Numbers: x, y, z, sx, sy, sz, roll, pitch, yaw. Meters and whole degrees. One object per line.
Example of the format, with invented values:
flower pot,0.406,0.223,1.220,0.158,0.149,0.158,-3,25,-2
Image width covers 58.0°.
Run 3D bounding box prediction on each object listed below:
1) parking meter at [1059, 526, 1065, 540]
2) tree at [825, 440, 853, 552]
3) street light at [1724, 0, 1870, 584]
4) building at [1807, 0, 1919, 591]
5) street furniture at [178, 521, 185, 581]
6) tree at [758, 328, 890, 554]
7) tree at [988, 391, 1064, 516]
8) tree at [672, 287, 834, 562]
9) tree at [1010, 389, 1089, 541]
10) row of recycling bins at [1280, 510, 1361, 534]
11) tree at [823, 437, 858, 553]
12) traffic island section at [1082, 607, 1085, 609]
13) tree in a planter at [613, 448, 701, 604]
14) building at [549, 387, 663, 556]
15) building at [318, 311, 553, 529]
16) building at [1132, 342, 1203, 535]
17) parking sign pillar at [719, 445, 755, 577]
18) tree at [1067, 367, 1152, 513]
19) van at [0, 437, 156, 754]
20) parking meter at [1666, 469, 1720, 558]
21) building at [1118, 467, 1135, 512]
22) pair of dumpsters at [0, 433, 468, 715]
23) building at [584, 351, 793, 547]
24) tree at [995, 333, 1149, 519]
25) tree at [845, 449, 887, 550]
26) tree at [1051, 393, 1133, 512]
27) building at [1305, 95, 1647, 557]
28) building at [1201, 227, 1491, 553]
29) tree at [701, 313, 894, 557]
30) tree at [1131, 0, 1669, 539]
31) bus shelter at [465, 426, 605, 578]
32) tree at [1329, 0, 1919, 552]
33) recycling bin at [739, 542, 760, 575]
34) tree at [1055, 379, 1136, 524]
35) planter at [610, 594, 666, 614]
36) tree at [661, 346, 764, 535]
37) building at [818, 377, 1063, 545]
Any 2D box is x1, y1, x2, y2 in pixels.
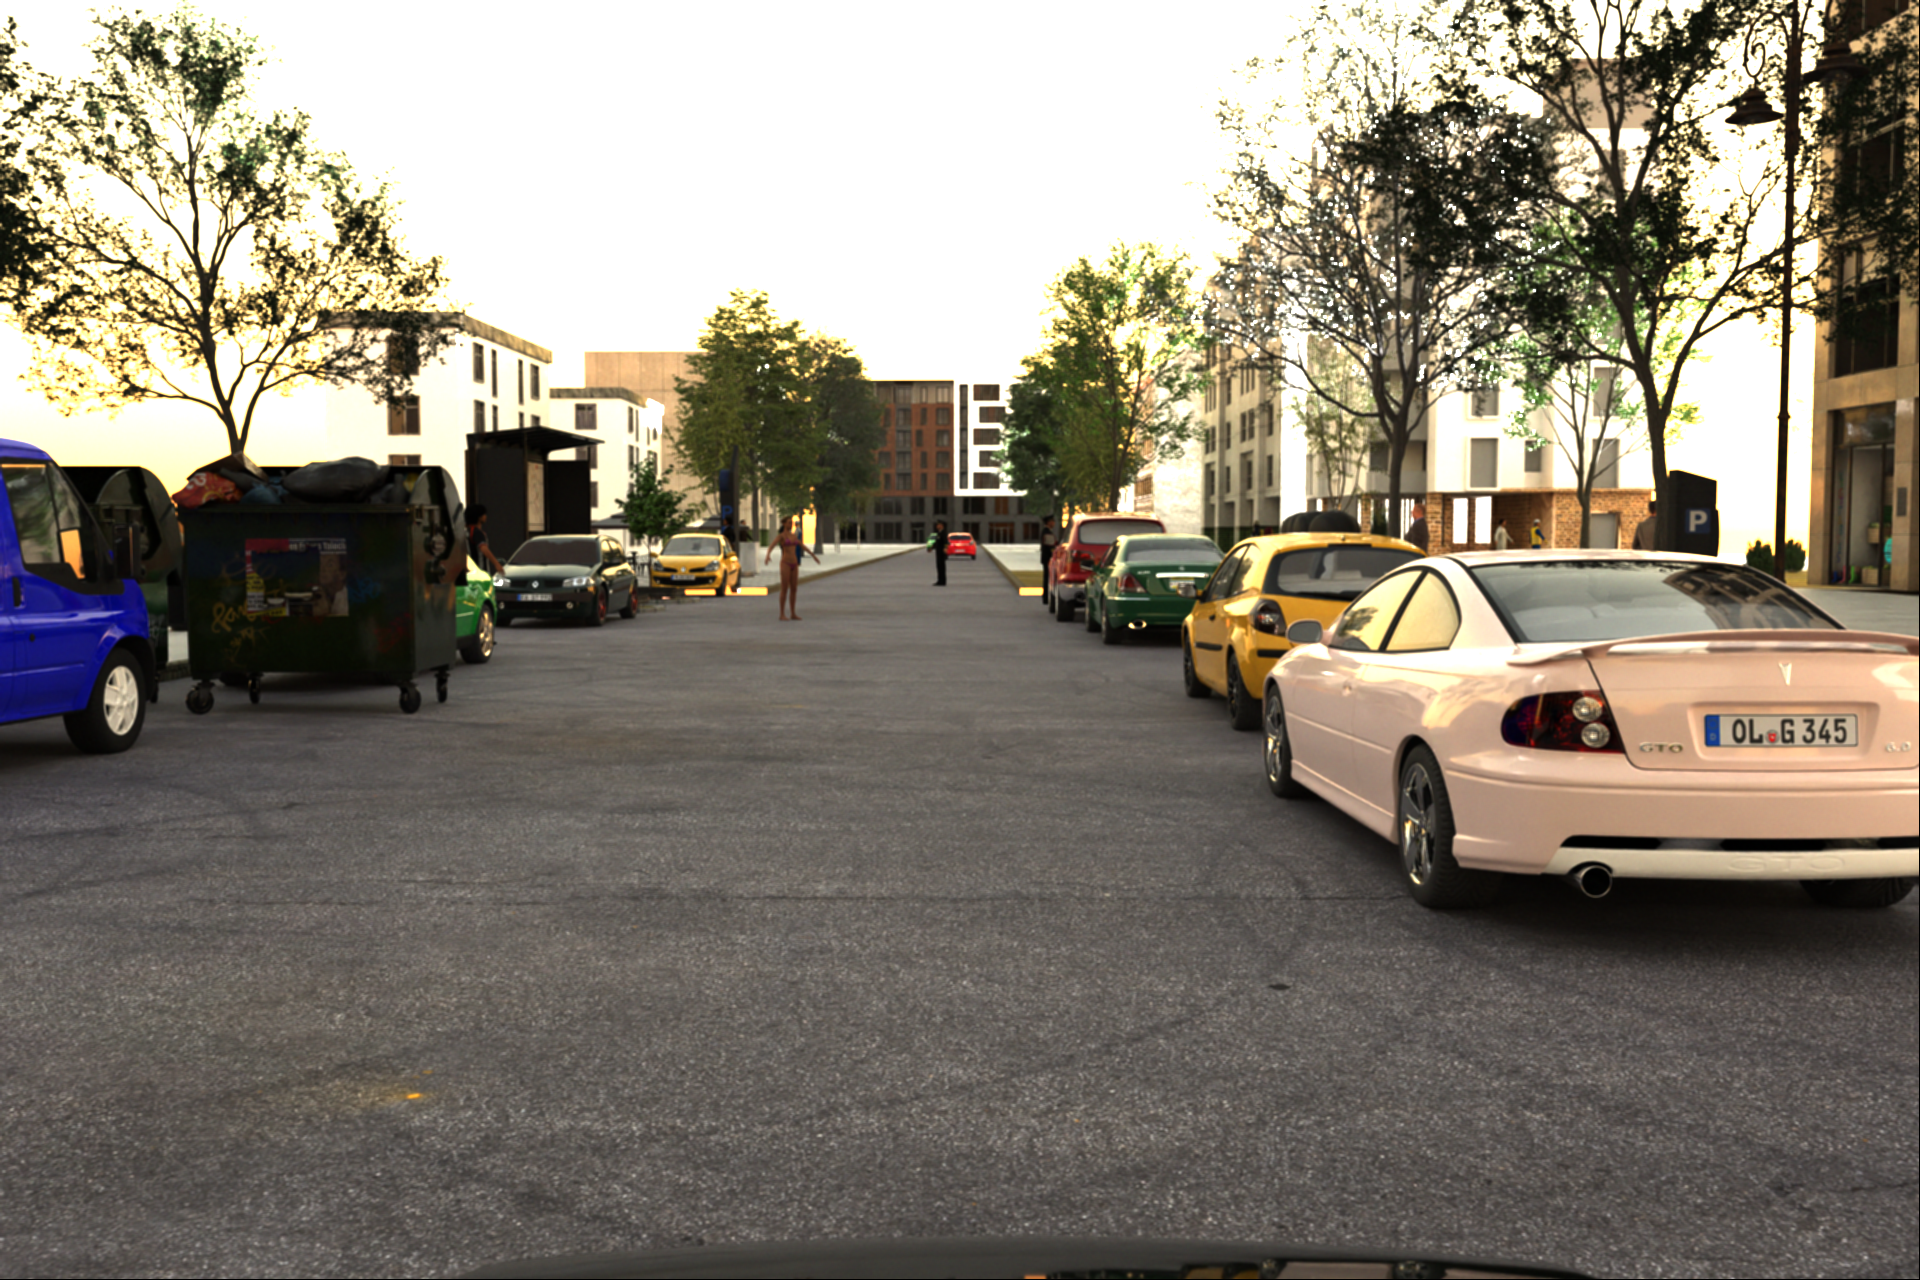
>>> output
parking meter,3.216,-2.723,52.936,0.372,1.533,0.369,0,3,0
tree,-9.231,-10.756,126.215,4.737,8.622,4.395,0,3,0
street light,6.741,-2.529,14.131,0.468,5.910,1.993,0,4,1
building,29.251,-13.423,22.662,19.351,26.588,34.151,0,4,1
street furniture,-21.407,-2.596,49.293,9.812,1.723,11.010,0,4,-4
tree,-8.961,-12.389,109.207,9.857,13.997,8.962,0,3,0
tree,7.127,-14.080,140.571,12.009,13.543,11.850,0,3,0
tree,-9.903,-9.918,80.283,7.486,12.596,7.792,0,3,0
tree,6.958,-11.786,118.457,9.928,11.665,9.643,0,3,0
row of recycling bins,6.436,-1.479,31.294,1.069,1.692,3.534,0,4,0
tree,-8.224,-10.336,119.362,4.360,8.622,3.978,0,3,0
traffic island section,3.238,-0.678,33.944,1.991,0.108,1.994,0,4,1
tree in a planter,-6.508,-2.389,36.276,1.991,3.239,1.994,0,4,0
building,-23.926,-10.463,113.213,9.099,9.664,28.070,0,4,-1
building,-23.172,-8.397,79.438,9.099,9.664,28.070,0,4,1
building,27.420,-20.838,171.635,19.493,23.208,18.063,0,3,0
parking sign pillar,-6.868,-3.866,51.674,1.447,3.967,1.447,0,4,-1
tree,6.495,-7.751,77.098,4.737,8.622,4.395,0,3,0
van,-6.420,-0.318,9.583,2.240,2.365,5.245,0,3,0
parking meter,6.647,-0.613,15.731,0.399,1.863,0.255,0,4,0
building,24.851,-16.419,210.603,9.099,9.664,28.070,0,3,0
pair of dumpsters,-6.421,-0.564,14.175,4.436,2.255,1.574,0,4,1
building,-27.757,-19.370,183.150,16.747,18.905,31.486,0,4,0
tree,6.801,-12.138,105.103,9.857,13.997,8.962,0,3,0
tree,-8.623,-11.786,143.070,4.360,8.622,3.978,0,3,0
tree,6.553,-8.439,88.339,4.737,8.622,4.395,0,3,0
building,21.563,-13.744,81.133,16.016,20.090,11.380,0,4,0
building,25.688,-14.803,108.484,16.747,18.905,31.486,0,4,0
tree,-8.756,-11.329,95.600,12.009,13.543,11.850,0,3,0
tree,9.053,-7.670,35.776,12.009,13.543,11.850,0,3,0
bus shelter,-9.884,-3.027,40.770,1.731,3.624,6.357,0,4,1
tree,9.036,-5.355,21.962,8.767,10.594,7.601,1,4,10
recycling bin,-6.731,-2.581,54.754,0.722,1.027,0.722,0,4,2
tree,6.304,-8.102,82.835,4.737,8.622,4.395,0,3,0
planter,-6.537,-0.671,32.110,1.991,0.319,1.994,0,4,1
tree,-9.570,-7.206,68.177,4.737,8.622,4.395,0,3,0
building,-2.399,-23.952,238.044,32.646,21.610,27.936,0,4,2
